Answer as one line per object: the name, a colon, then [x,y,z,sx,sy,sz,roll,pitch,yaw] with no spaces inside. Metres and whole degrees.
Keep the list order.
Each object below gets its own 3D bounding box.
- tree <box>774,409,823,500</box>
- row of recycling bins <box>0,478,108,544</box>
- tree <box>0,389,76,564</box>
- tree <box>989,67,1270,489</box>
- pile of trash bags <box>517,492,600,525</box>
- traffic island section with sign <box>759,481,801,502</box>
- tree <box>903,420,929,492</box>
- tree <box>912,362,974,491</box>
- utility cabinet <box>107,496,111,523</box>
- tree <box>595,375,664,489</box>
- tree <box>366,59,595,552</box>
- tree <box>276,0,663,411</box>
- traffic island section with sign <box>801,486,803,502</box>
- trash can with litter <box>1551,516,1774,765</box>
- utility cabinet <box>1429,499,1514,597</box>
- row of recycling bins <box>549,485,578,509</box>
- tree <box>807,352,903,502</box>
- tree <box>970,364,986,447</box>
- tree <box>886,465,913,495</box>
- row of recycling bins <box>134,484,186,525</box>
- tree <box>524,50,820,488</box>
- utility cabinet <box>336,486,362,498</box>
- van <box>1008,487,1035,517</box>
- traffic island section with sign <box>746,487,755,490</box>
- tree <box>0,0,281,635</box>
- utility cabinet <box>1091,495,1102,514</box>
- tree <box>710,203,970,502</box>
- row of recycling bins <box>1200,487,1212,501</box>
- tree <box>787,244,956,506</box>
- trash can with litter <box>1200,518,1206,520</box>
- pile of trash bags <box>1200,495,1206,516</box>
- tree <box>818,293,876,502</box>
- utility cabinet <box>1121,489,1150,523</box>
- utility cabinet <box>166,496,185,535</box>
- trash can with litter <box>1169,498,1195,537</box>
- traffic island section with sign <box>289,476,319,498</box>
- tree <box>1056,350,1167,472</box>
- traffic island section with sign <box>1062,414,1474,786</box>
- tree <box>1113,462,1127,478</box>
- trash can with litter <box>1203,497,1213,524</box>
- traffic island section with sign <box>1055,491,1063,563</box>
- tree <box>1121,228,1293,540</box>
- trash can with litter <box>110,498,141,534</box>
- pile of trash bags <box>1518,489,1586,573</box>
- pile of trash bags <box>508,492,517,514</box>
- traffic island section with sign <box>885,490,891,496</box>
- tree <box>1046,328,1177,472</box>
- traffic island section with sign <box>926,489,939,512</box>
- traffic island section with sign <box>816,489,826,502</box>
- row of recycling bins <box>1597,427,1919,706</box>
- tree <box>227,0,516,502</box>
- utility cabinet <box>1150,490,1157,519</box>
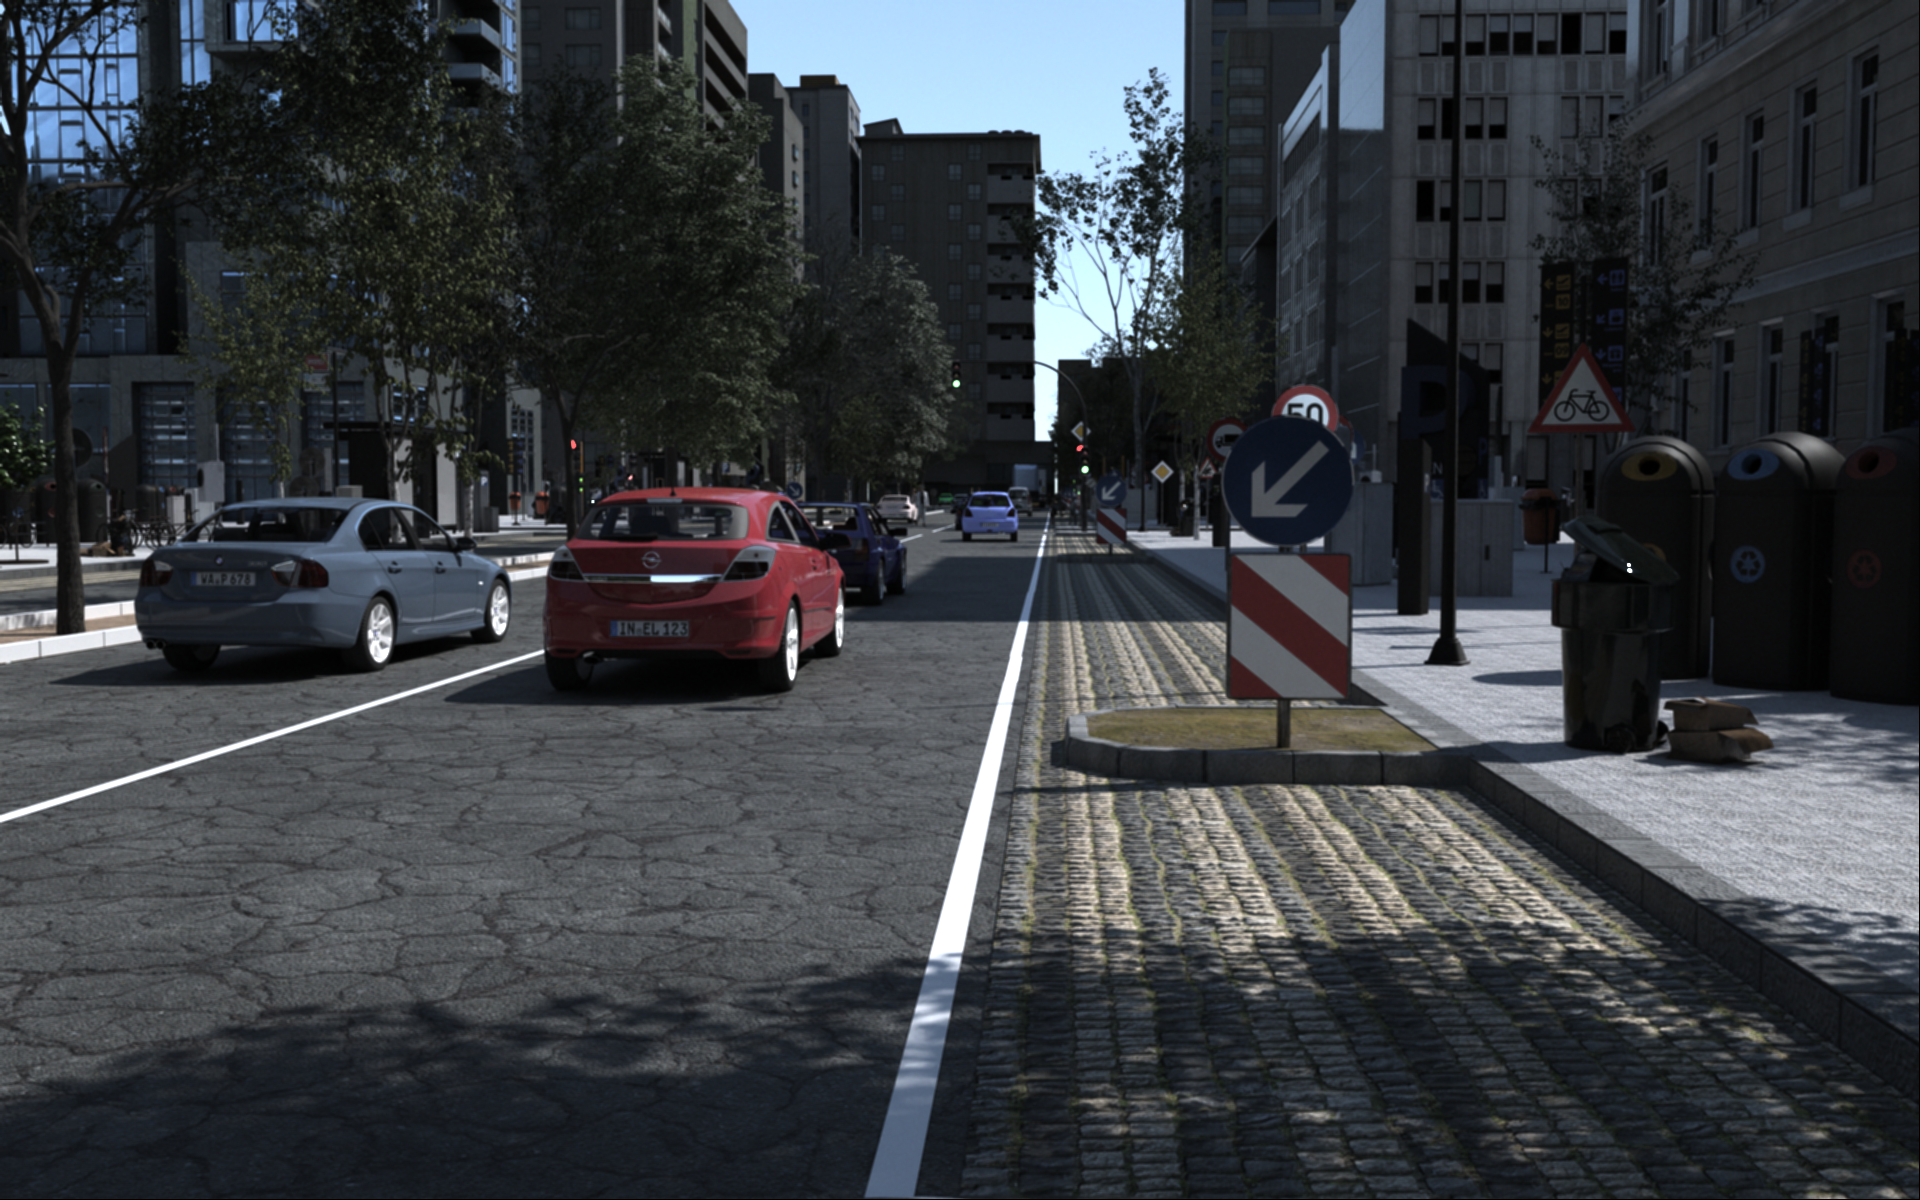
tree: [-12.112,-10.968,129.694,4.360,8.622,3.978,0,3,0]
row of recycling bins: [-23.998,-2.304,44.791,3.534,1.692,1.069,-3,5,-43]
tree: [-17.576,-2.287,32.000,1.663,3.219,1.824,0,3,0]
tree: [7.692,-13.695,79.803,12.611,20.169,13.585,0,3,0]
pile of trash bags: [-16.737,-3.896,73.455,1.912,1.369,3.447,2,4,28]
traffic island section with sign: [-6.717,-3.151,59.663,2.006,1.907,1.989,0,4,3]
tree: [-3.758,-9.445,107.249,4.737,8.622,4.395,0,3,0]
tree: [-2.751,-12.283,129.042,9.928,11.665,9.643,0,3,0]
utility cabinet: [-34.519,-3.574,69.595,0.306,1.237,1.020,3,4,37]
tree: [-14.785,-7.742,76.941,4.737,8.622,4.395,0,3,0]
tree: [-8.367,-4.690,29.504,4.360,8.622,3.978,0,3,0]
tree: [-7.872,-6.032,35.496,8.767,10.594,7.601,0,4,3]
traffic island section with sign: [-6.305,-3.604,67.058,2.006,1.907,1.989,0,4,3]
trash can with litter: [3.497,0.169,8.617,0.624,1.170,1.055,-3,5,-42]
utility cabinet: [6.386,-0.646,21.717,1.020,1.237,0.306,0,4,5]
row of recycling bins: [-18.723,-4.622,82.685,1.069,1.692,3.534,0,4,4]
tree: [-5.205,-7.884,81.715,4.737,8.622,4.395,0,3,0]
tree: [-3.306,-12.476,116.807,12.009,13.543,11.850,0,3,0]
tree: [-9.530,-13.866,161.125,7.601,10.594,8.767,-2,4,-27]
row of recycling bins: [-33.777,-4.039,73.154,1.069,1.692,3.534,0,4,3]
tree: [-7.555,-7.605,44.927,7.486,12.596,7.792,0,3,0]
utility cabinet: [-16.345,-2.303,46.334,0.318,1.500,1.173,-3,4,-39]
van: [3.788,-6.365,111.080,2.013,2.044,4.112,0,4,4]
traffic island section with sign: [-11.230,-5.125,92.415,1.989,1.847,2.006,0,4,3]
tree: [-8.990,-4.939,17.625,8.767,10.594,7.601,0,4,3]
utility cabinet: [8.906,-6.177,112.149,0.306,1.237,1.020,-2,4,-32]
tree: [-5.925,-9.792,72.932,12.009,13.543,11.850,0,3,0]
row of recycling bins: [15.056,-5.997,105.161,3.534,1.692,1.069,2,4,25]
tree: [-5.027,-10.998,88.936,9.857,13.997,8.962,0,3,0]
trash can with litter: [12.150,-4.619,86.573,2.233,1.210,1.678,-1,4,-18]
pile of trash bags: [14.562,-5.578,100.958,3.447,1.369,1.912,-2,4,-27]
tree: [-7.267,-7.079,52.612,8.767,10.594,7.601,0,4,3]
utility cabinet: [7.673,-4.137,76.320,1.173,1.500,0.318,-2,4,-29]
utility cabinet: [-23.624,-2.542,52.723,0.306,1.237,1.020,2,4,27]
trash can with litter: [6.655,-2.492,52.139,0.624,1.170,1.055,-2,4,-27]
traffic island section with sign: [-14.231,-1.736,37.008,1.989,1.847,2.006,0,4,3]
tree: [9.859,-10.855,111.896,7.601,10.594,8.767,-1,4,-9]
traffic island section with sign: [1.575,-0.050,9.444,1.989,1.847,2.006,0,4,3]
tree: [9.536,-6.716,104.400,1.663,3.219,1.824,0,3,0]
trash can with litter: [10.763,-3.843,74.224,0.624,1.170,1.055,1,4,13]
traffic island section with sign: [3.039,-1.696,36.359,1.989,1.847,2.006,0,4,3]
tree: [6.725,-5.970,47.975,4.737,8.622,4.395,0,3,0]
trash can with litter: [-27.507,-2.763,56.239,1.678,1.210,2.233,-2,4,-35]
pile of trash bags: [10.855,-1.152,28.593,3.447,1.369,1.912,-1,4,-11]
pile of trash bags: [-21.361,-4.796,88.174,3.447,1.369,1.912,1,4,12]
traffic island section with sign: [-7.014,-9.846,169.604,1.989,1.847,2.006,0,4,3]
tree: [10.977,-13.304,127.884,12.009,13.543,11.850,0,3,0]
traffic island section with sign: [-2.230,-8.193,142.087,2.006,1.907,1.989,0,4,3]
traffic island section with sign: [-9.680,-6.845,120.537,1.989,1.847,2.006,0,4,3]
row of recycling bins: [5.672,-0.251,11.212,1.069,1.692,3.534,-2,4,-31]
tree: [-7.900,-4.347,23.892,4.737,8.622,4.395,0,3,0]
utility cabinet: [9.364,-4.824,87.545,1.173,1.500,0.318,1,4,23]
